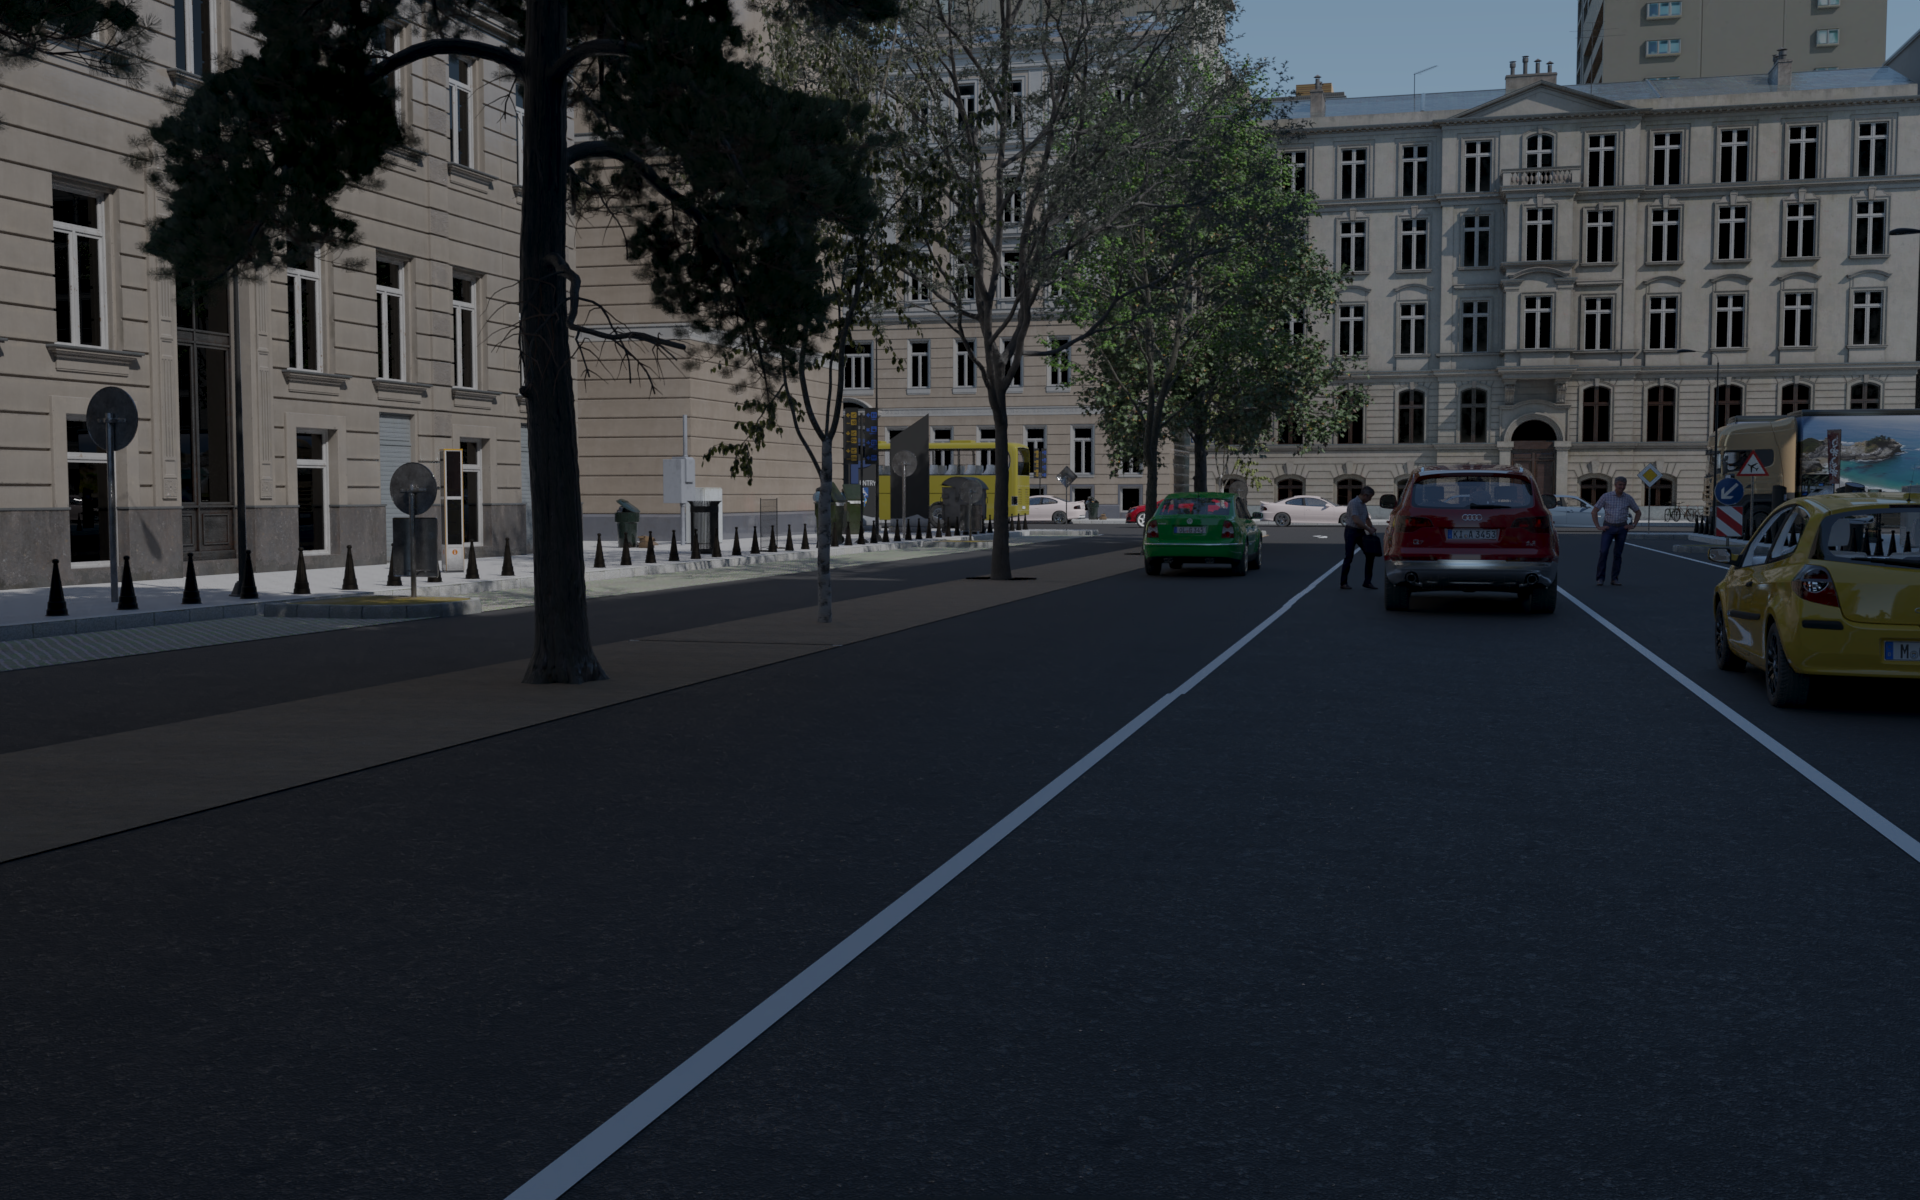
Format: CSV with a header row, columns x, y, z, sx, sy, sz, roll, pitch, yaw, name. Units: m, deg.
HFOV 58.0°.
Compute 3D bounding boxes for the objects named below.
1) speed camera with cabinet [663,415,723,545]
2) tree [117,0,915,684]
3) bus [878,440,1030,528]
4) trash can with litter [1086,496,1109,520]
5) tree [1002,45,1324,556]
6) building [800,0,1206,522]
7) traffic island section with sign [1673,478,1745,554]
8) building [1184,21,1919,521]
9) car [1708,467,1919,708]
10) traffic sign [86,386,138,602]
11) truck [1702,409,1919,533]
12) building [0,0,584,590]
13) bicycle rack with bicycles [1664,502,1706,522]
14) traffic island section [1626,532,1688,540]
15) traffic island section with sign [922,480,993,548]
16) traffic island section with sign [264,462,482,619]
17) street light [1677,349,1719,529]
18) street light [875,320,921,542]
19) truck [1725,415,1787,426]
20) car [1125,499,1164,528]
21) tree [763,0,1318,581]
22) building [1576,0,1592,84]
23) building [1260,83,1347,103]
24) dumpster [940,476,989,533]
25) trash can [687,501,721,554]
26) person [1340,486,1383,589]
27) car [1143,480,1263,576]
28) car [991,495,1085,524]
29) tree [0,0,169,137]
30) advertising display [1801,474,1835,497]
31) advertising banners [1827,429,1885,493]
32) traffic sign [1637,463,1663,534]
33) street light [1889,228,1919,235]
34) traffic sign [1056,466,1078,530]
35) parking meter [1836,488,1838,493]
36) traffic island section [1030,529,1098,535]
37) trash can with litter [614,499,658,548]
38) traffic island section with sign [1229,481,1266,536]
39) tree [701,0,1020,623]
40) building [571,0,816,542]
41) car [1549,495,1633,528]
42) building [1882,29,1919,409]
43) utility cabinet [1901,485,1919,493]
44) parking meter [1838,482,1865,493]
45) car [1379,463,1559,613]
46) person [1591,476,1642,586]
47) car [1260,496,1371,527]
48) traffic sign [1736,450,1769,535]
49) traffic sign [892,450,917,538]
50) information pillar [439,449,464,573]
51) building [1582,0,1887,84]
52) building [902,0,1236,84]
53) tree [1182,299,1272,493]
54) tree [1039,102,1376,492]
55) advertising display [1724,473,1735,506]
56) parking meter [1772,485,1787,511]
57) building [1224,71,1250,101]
x,y,z,sx,sy,sz,roll,pitch,yaw,name
-6.780,-3.037,43.990,0.660,3.252,2.038,1,4,22,speed camera with cabinet
-3.120,-5.406,12.907,6.751,12.117,7.091,0,3,0,tree
-3.256,-5.032,73.812,12.252,3.916,2.896,1,4,15,bus
6.815,-4.571,86.122,1.055,1.170,0.624,-1,4,-20,trash can with litter
4.504,-6.838,40.012,9.928,11.665,9.643,0,3,0,tree
3.075,-19.007,96.665,20.117,28.700,13.634,1,4,15,building
18.736,-2.087,42.751,1.989,1.847,2.006,1,4,15,traffic island section with sign
29.498,-16.538,89.475,34.723,24.649,14.460,1,4,15,building
6.680,-0.157,12.784,2.015,1.641,3.980,1,4,16,car
-10.032,-1.246,20.480,0.768,2.556,0.104,1,4,18,traffic sign
30.457,-4.240,58.242,11.283,4.237,2.839,1,4,15,truck
-17.078,-14.107,27.907,12.463,27.353,25.104,1,4,15,building
33.538,-4.051,79.611,2.925,0.926,2.852,-1,4,-23,bicycle rack with bicycles
22.359,-2.074,56.189,2.009,0.180,2.903,1,4,15,traffic island section
0.201,-2.340,46.891,1.989,1.847,2.006,1,4,15,traffic island section with sign
-6.866,-0.740,20.732,1.989,1.847,2.006,1,4,15,traffic island section with sign
23.643,-5.074,55.496,1.470,5.913,1.316,1,4,15,street light
-1.720,-4.521,46.453,1.470,5.913,1.316,1,4,15,street light
33.429,-4.445,61.582,11.283,4.237,2.839,1,4,16,truck
9.259,-3.948,73.594,4.494,1.783,2.155,1,4,16,car
0.675,-7.060,28.260,12.009,13.543,11.850,0,3,0,tree
76.488,-45.961,189.722,20.563,71.187,20.611,1,4,15,building
42.384,-43.554,254.112,28.212,58.520,21.231,1,4,15,building
0.132,-3.155,57.343,1.264,1.857,1.865,1,4,15,dumpster
-5.484,-1.562,37.187,0.748,1.137,0.748,0,3,0,trash can
6.048,-0.940,26.083,0.590,1.554,0.614,3,4,38,person
4.521,-1.408,31.821,1.959,1.807,4.718,1,4,15,car
3.641,-4.350,83.489,4.827,1.381,2.083,1,4,13,car
-5.440,-5.836,5.303,7.806,13.903,7.818,0,3,0,tree
27.580,-3.088,55.703,0.974,1.923,0.123,2,4,31,advertising display
23.790,-3.051,46.079,0.090,3.025,2.074,-1,4,-15,advertising banners
22.334,-3.210,56.118,0.795,2.450,0.064,1,4,15,traffic sign
16.904,-3.530,30.256,1.470,5.913,1.316,1,4,15,street light
3.762,-3.517,61.151,0.795,2.450,0.064,1,4,15,traffic sign
25.200,-2.510,49.456,0.372,1.533,0.369,0,3,0,parking meter
3.738,-2.382,61.219,2.009,0.180,2.903,1,4,15,traffic island section
-7.698,-1.830,41.301,1.055,1.170,0.624,1,4,19,trash can with litter
9.560,-3.165,59.892,2.006,1.907,1.989,1,4,15,traffic island section with sign
-1.456,-4.060,19.196,4.360,8.622,3.978,0,3,0,tree
-14.862,-16.425,54.454,20.117,28.700,13.634,1,4,15,building
23.310,-3.311,66.145,4.499,1.417,2.014,1,4,16,car
58.600,-17.669,82.401,24.014,27.812,14.314,1,4,15,building
22.867,-2.019,41.697,0.318,1.500,1.173,1,4,22,utility cabinet
18.647,-1.695,36.122,0.372,1.533,0.369,0,3,0,parking meter
6.615,-0.850,22.576,2.281,1.827,5.304,1,4,15,car
10.304,-1.085,27.183,0.756,1.711,0.436,1,4,16,person
15.574,-3.897,76.071,4.827,1.381,2.083,1,4,15,car
23.429,-3.133,51.223,0.884,2.594,0.081,2,4,25,traffic sign
-1.626,-3.072,50.333,0.768,2.556,0.104,1,4,16,traffic sign
-8.303,-1.456,28.304,0.304,2.012,0.304,-2,4,-30,information pillar
65.789,-32.200,150.167,21.300,48.544,21.600,1,4,15,building
10.830,-35.379,167.687,28.713,52.752,27.495,1,4,15,building
8.627,-6.355,56.717,4.737,8.622,4.395,0,3,0,tree
6.921,-7.955,49.532,9.611,12.733,9.660,0,3,0,tree
24.259,-3.023,54.642,0.123,1.923,0.974,1,4,13,advertising display
23.145,-2.479,48.949,0.372,1.533,0.369,0,3,0,parking meter
24.166,-32.783,186.115,14.600,45.320,14.200,1,4,15,building
